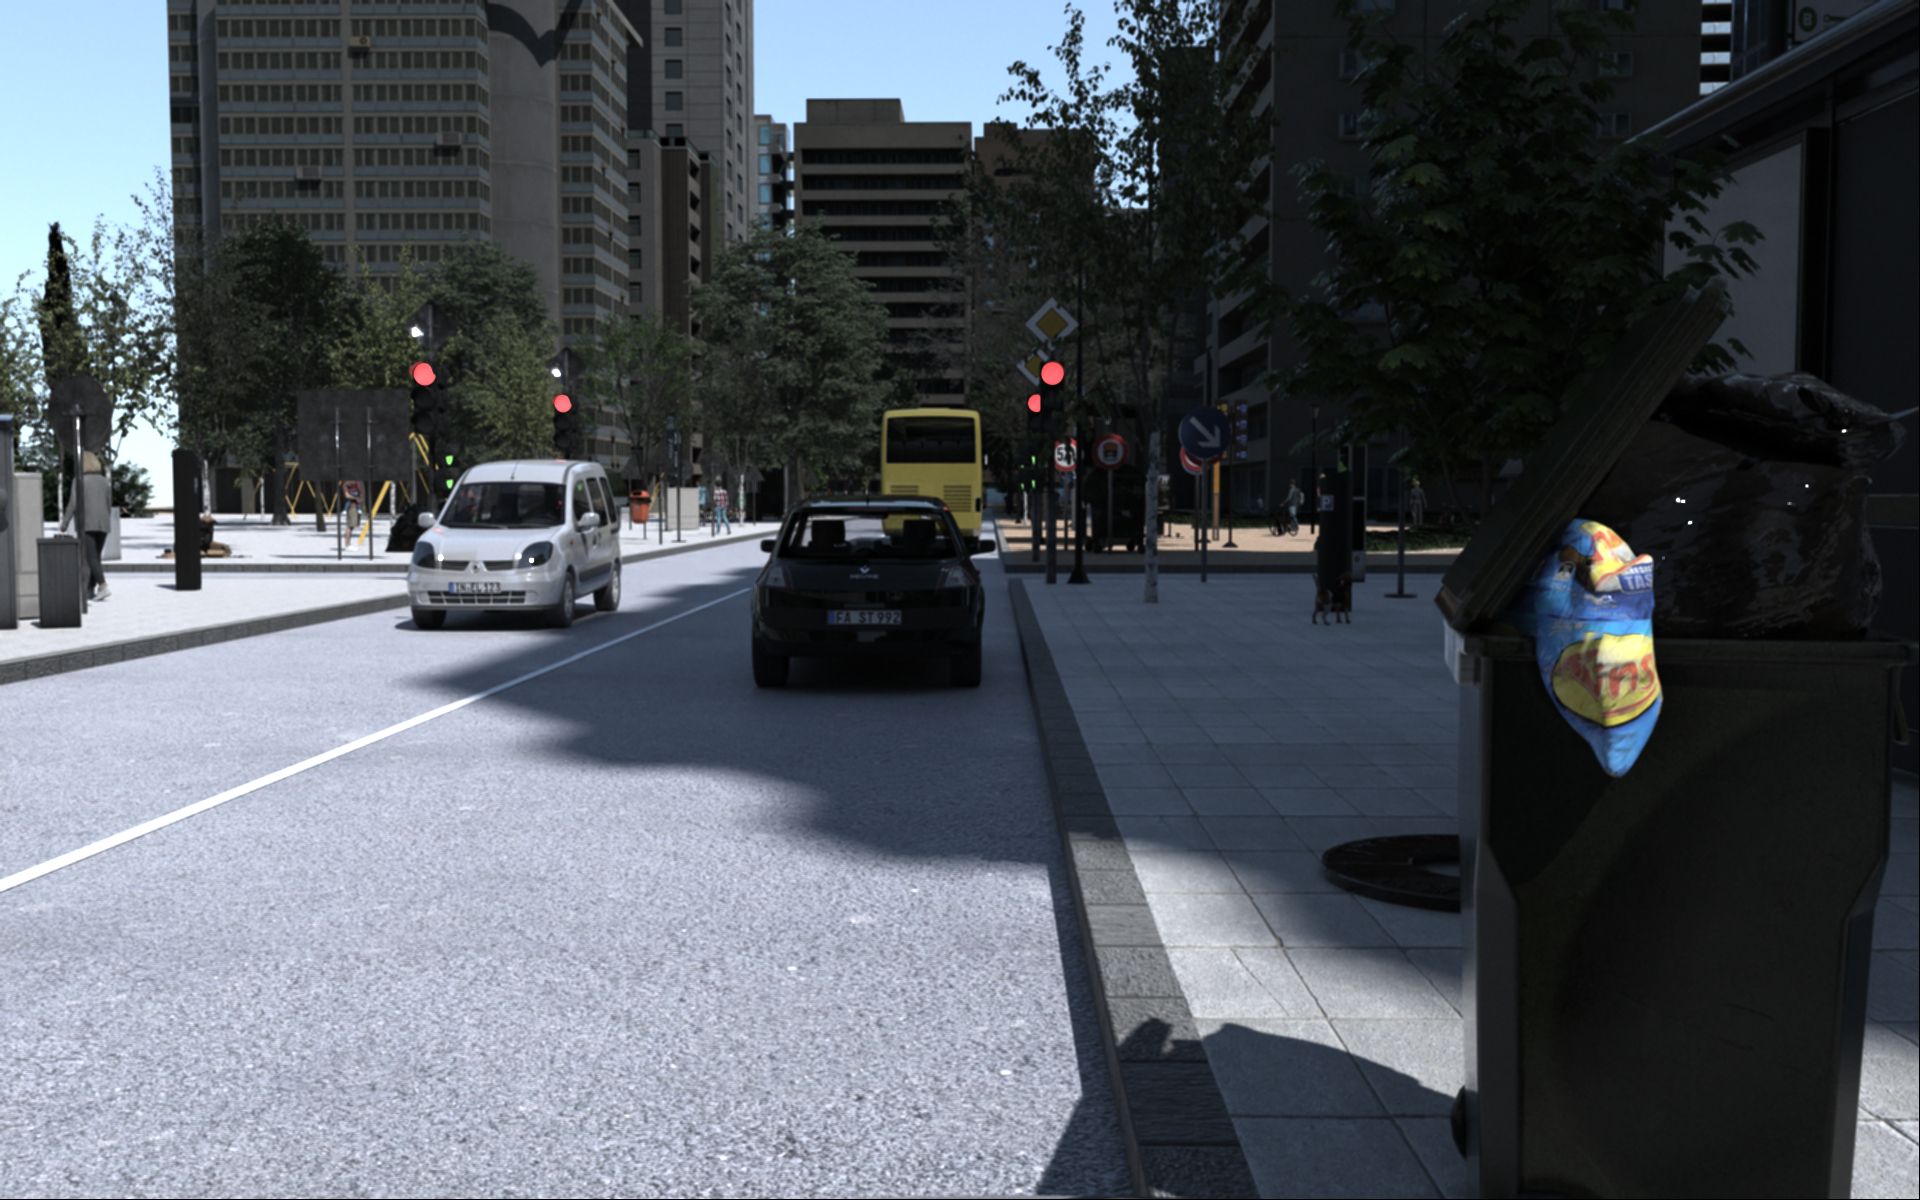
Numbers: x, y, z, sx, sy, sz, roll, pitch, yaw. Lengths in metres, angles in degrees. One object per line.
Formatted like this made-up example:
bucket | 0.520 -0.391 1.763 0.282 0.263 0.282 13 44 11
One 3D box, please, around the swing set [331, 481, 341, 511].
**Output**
swing set | -33.750 -5.825 92.853 3.119 2.851 2.862 2 4 27

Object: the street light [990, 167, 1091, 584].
street light | 1.167 -3.193 24.741 1.470 5.913 1.316 0 4 1

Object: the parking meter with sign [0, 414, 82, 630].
parking meter with sign | -9.304 -1.228 16.345 1.738 3.016 0.543 -2 4 -25

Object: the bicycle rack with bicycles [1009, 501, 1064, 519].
bicycle rack with bicycles | 4.426 -4.773 91.419 2.925 0.926 2.852 2 4 33

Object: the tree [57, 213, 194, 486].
tree | -22.723 -5.880 46.493 4.737 8.622 4.395 0 3 0

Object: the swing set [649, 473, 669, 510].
swing set | -17.835 -6.625 105.940 2.862 2.851 3.119 0 4 -6

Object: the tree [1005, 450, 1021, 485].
tree | 5.179 -12.804 143.761 7.601 10.594 8.767 -1 4 -13

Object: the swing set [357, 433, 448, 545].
swing set | -14.196 -2.903 45.092 2.862 2.851 3.119 -1 4 -20

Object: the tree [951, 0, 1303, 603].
tree | 2.179 -4.287 20.456 4.737 8.622 4.395 0 3 0

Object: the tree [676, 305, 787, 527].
tree | -8.595 -7.156 67.359 4.360 8.622 3.978 0 3 0

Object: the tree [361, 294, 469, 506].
tree | -31.730 -11.042 98.668 7.486 12.596 7.792 0 3 0

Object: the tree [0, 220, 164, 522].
tree | -46.895 -11.242 85.633 13.155 14.587 18.604 -2 4 -23

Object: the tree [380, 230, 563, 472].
tree | -24.076 -10.941 85.534 9.857 13.997 8.962 0 3 0

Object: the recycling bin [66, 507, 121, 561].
recycling bin | -16.757 -1.281 33.506 0.722 1.027 0.722 0 4 1

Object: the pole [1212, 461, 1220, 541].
pole | 7.055 -3.294 47.699 0.158 3.312 0.155 0 3 0

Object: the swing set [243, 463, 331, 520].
swing set | -33.818 -5.457 86.837 2.862 2.851 3.119 0 4 7

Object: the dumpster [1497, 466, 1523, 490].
dumpster | 5.617 -0.581 15.254 1.264 1.857 1.865 0 4 1

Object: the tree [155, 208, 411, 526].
tree | -27.485 -9.351 69.900 9.611 12.733 9.660 0 3 0

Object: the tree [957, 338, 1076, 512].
tree | 3.550 -12.501 121.392 9.611 12.733 9.660 0 3 0

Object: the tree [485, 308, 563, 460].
tree | -17.230 -7.201 68.103 4.737 8.622 4.395 0 3 0

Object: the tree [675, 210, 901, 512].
tree | -7.547 -10.414 76.930 9.857 13.997 8.962 0 3 0

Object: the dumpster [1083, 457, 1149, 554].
dumpster | 3.383 -2.167 37.929 1.502 2.255 1.985 0 4 1

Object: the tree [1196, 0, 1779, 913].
tree | 1.597 -0.676 5.648 1.663 3.219 1.824 0 3 0

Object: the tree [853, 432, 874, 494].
tree | -7.046 -10.769 126.429 4.737 8.622 4.395 0 3 0

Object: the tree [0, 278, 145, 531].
tree | -31.409 -6.694 59.813 4.360 8.622 3.978 0 3 0

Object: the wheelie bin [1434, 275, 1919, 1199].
wheelie bin | 1.144 0.309 2.851 0.693 1.594 0.980 1 4 13

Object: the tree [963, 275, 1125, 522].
tree | 3.959 -9.442 80.130 9.928 11.665 9.643 0 3 0

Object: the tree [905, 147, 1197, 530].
tree | 3.259 -9.237 61.389 12.009 13.543 11.850 0 3 0

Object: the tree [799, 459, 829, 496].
tree | -7.939 -6.235 96.543 1.663 3.219 1.824 0 3 0

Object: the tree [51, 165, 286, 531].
tree | -17.099 -5.415 38.891 4.360 8.622 3.978 0 3 0

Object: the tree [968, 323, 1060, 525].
tree | 2.492 -7.399 71.331 4.360 8.622 3.978 0 3 0

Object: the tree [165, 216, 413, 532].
tree | -22.016 -7.600 58.673 7.601 10.594 8.767 1 4 18

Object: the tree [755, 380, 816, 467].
tree | -10.279 -9.165 100.215 4.737 8.622 4.395 0 3 0

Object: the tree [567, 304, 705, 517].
tree | -17.723 -10.434 96.356 9.928 11.665 9.643 0 3 0

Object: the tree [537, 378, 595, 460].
tree | -23.814 -9.414 104.281 4.360 8.622 3.978 0 3 0

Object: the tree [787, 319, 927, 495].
tree | -6.844 -11.698 108.264 9.611 12.733 9.660 0 3 0

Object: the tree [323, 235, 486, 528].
tree | -16.344 -6.076 49.712 4.737 8.622 4.395 0 3 0

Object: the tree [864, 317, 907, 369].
tree | -7.532 -20.096 184.462 12.611 20.169 13.585 0 3 0

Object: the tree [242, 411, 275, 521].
tree | -33.271 -8.040 81.811 4.737 8.622 4.395 0 3 0

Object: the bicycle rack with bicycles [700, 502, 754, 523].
bicycle rack with bicycles | -10.516 -3.848 76.304 2.925 0.926 2.852 -3 4 -39

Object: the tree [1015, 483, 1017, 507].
tree | 5.342 -11.022 174.808 1.663 3.219 1.824 0 3 0

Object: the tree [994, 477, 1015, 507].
tree | 4.177 -10.652 168.753 1.663 3.219 1.824 0 3 0

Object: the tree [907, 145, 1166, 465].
tree | 5.424 -14.465 92.394 12.611 20.169 13.585 0 3 0

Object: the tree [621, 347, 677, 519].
tree | -14.918 -8.395 87.617 4.360 8.622 3.978 0 3 0

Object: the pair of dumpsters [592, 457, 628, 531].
pair of dumpsters | -9.752 -2.579 44.667 1.574 2.255 4.437 0 4 1
